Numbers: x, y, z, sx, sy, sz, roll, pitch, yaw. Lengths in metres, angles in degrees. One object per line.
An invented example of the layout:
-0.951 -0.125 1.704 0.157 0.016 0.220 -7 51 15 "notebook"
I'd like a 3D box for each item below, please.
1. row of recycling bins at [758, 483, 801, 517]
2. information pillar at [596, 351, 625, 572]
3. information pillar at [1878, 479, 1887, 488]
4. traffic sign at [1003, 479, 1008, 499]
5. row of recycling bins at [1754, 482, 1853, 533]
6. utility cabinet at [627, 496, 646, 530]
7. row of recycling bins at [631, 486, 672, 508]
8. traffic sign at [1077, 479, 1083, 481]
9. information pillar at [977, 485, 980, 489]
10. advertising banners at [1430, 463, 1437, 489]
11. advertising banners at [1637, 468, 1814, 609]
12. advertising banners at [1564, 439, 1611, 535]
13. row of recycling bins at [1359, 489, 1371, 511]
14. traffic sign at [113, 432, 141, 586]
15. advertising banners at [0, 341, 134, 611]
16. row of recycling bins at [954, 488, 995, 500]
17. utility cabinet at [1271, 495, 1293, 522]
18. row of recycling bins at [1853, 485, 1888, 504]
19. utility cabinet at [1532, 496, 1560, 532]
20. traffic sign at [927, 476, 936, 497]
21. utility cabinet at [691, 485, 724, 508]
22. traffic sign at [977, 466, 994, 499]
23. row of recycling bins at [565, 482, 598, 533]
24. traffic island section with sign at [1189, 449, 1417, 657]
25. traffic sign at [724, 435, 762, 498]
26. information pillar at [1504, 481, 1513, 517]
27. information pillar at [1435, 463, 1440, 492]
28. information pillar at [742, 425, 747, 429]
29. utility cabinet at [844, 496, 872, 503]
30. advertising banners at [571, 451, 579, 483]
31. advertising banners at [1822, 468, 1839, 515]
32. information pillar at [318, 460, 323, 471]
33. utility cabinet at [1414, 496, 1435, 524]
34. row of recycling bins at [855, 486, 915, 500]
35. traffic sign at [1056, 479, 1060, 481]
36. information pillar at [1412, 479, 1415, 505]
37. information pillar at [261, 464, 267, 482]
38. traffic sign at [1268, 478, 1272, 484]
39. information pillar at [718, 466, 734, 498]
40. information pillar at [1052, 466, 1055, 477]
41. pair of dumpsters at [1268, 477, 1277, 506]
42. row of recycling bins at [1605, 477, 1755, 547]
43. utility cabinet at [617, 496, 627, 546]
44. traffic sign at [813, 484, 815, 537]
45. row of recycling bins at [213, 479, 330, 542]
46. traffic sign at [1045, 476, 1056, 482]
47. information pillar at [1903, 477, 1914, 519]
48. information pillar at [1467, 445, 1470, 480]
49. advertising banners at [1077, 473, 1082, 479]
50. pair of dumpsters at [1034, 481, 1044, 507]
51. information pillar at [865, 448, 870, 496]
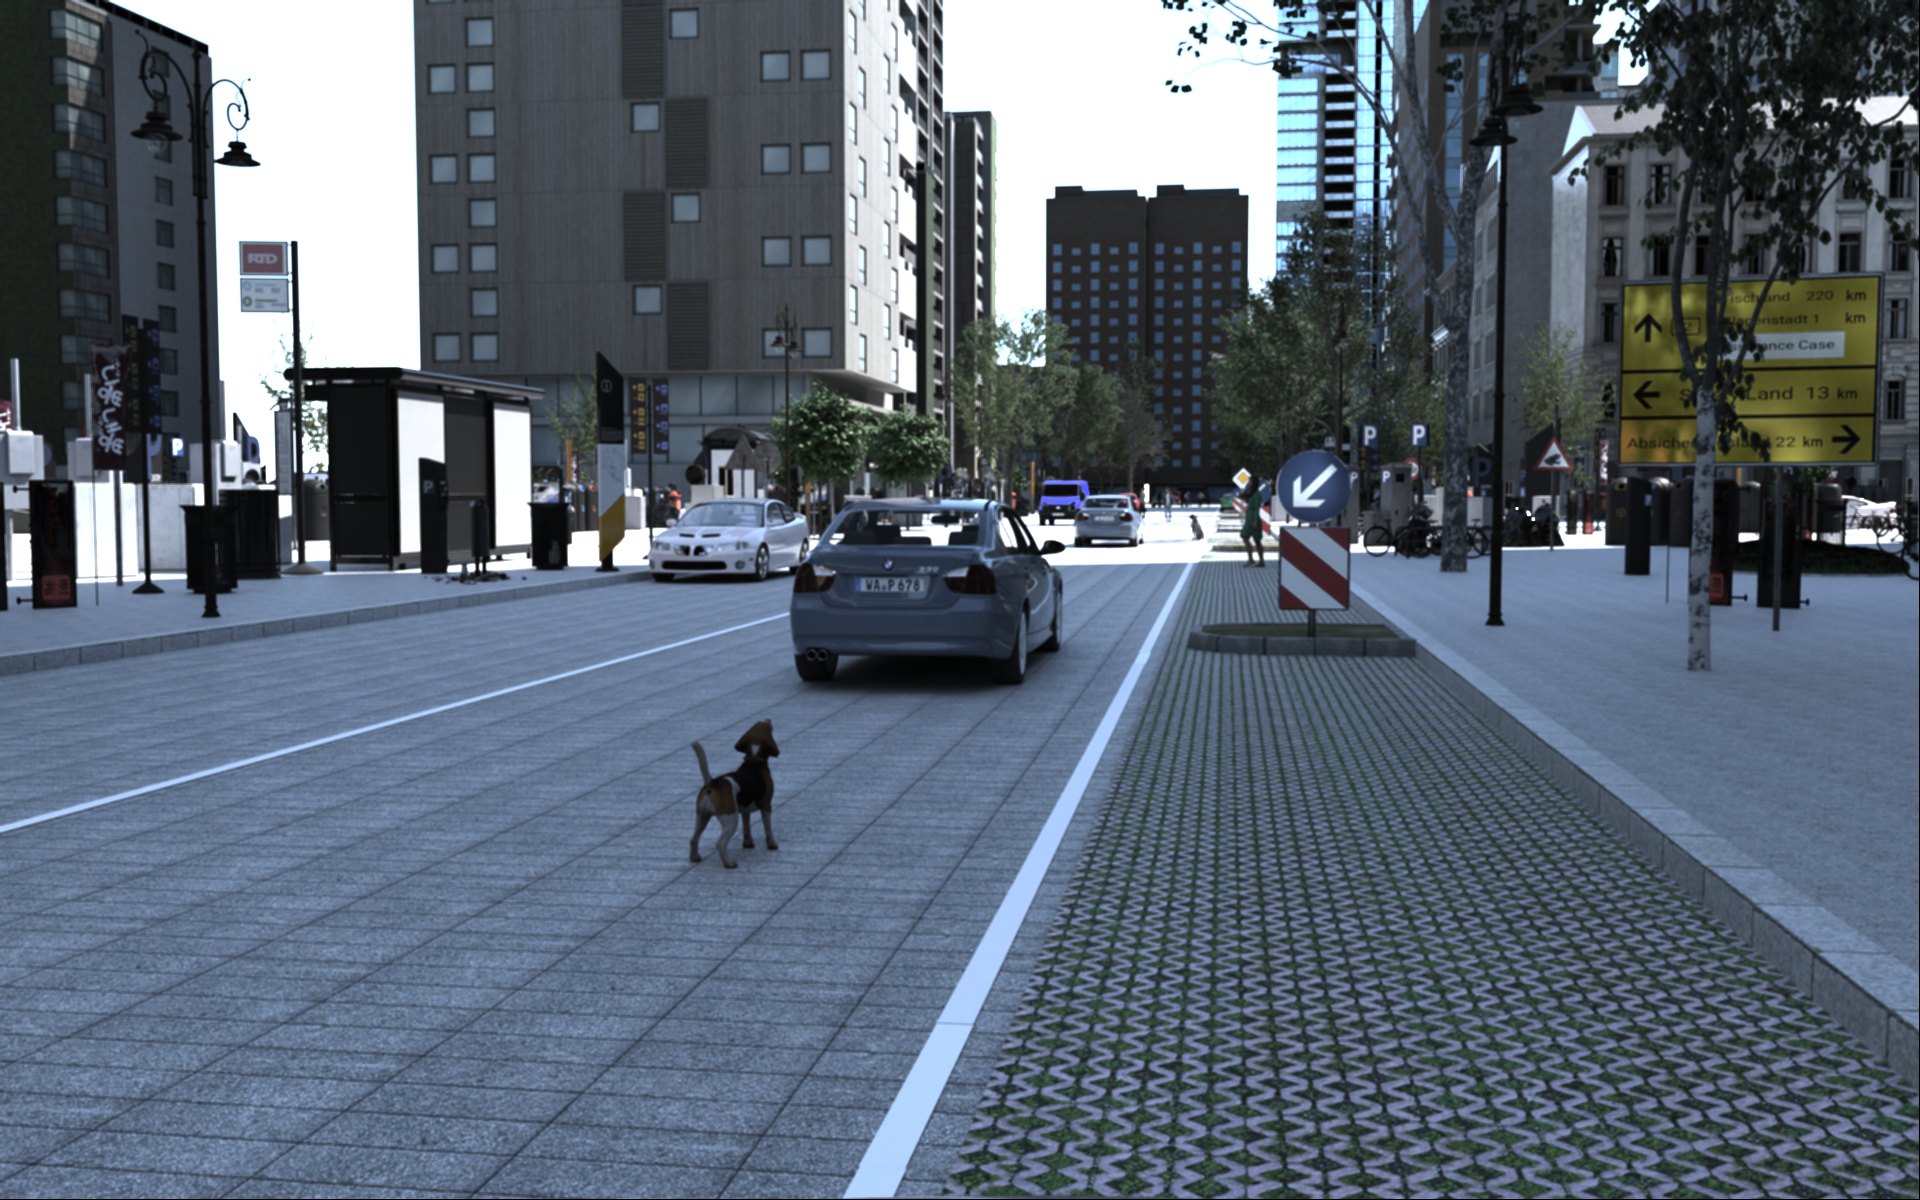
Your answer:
-7.037 -3.570 65.489 3.534 1.692 1.069 2 4 30 "row of recycling bins"
-5.785 -2.281 28.646 0.183 3.616 0.504 3 5 45 "information pillar"
43.690 -4.745 82.073 0.304 2.012 0.304 -2 4 -29 "information pillar"
3.143 -7.255 119.806 0.795 2.450 0.064 1 4 18 "traffic sign"
27.468 -3.071 57.320 3.534 1.692 1.069 0 4 -7 "row of recycling bins"
-11.639 -3.092 61.712 1.020 1.237 0.306 3 4 37 "utility cabinet"
-16.620 -5.209 92.273 1.069 1.692 3.534 2 4 28 "row of recycling bins"
9.866 -8.729 142.829 0.768 2.556 0.104 1 4 13 "traffic sign"
1.579 -8.270 139.702 0.304 2.012 0.304 -3 5 -43 "information pillar"
27.039 -6.151 96.762 0.090 3.025 2.074 -2 4 -32 "advertising banners"
8.685 -1.450 19.903 2.074 3.025 0.090 3 5 43 "advertising banners"
19.759 -3.565 54.479 2.074 3.025 0.090 -2 4 -31 "advertising banners"
30.977 -7.820 134.966 3.534 1.692 1.069 -3 5 -42 "row of recycling bins"
-11.725 -1.467 24.093 0.768 2.556 0.104 1 4 14 "traffic sign"
-10.214 -1.420 19.400 0.090 3.025 2.074 2 4 35 "advertising banners"
0.800 -7.218 125.128 3.534 1.692 1.069 0 4 6 "row of recycling bins"
14.677 -4.144 78.916 1.020 1.237 0.306 -2 4 -24 "utility cabinet"
41.250 -4.395 78.977 3.534 1.692 1.069 -3 4 -38 "row of recycling bins"
18.998 -2.754 56.192 0.306 1.237 1.020 -1 4 -19 "utility cabinet"
-1.543 -5.140 84.138 0.768 2.556 0.104 1 4 13 "traffic sign"
-5.995 -1.991 41.238 0.318 1.500 1.173 -2 4 -35 "utility cabinet"
1.152 -4.757 77.889 0.768 2.556 0.104 1 4 10 "traffic sign"
-12.990 -3.175 59.020 1.069 1.692 3.534 1 4 11 "row of recycling bins"
3.156 -0.462 16.182 1.989 1.847 2.006 1 4 9 "traffic island section with sign"
-4.741 -2.313 37.816 0.884 2.594 0.081 1 4 13 "traffic sign"
30.910 -5.696 97.622 0.304 2.012 0.304 -3 4 -36 "information pillar"
36.217 -8.557 131.265 0.183 3.616 0.504 -1 4 -19 "information pillar"
-7.098 -4.093 58.278 0.504 3.616 0.183 0 4 0 "information pillar"
-3.798 -3.261 64.476 1.020 1.237 0.306 0 4 -5 "utility cabinet"
-14.888 -4.484 69.504 2.074 3.025 0.090 2 4 27 "advertising banners"
23.457 -3.180 48.185 2.074 3.025 0.090 1 4 12 "advertising banners"
-44.461 -7.897 120.467 0.504 3.616 0.183 2 4 32 "information pillar"
19.854 -3.819 73.607 1.020 1.237 0.306 0 4 -2 "utility cabinet"
-4.010 -5.192 92.006 3.534 1.692 1.069 2 4 25 "row of recycling bins"
8.384 -9.069 148.376 0.768 2.556 0.104 1 4 17 "traffic sign"
33.026 -8.273 126.618 0.504 3.616 0.183 3 4 36 "information pillar"
-52.756 -8.556 131.249 0.504 3.616 0.183 -2 4 -31 "information pillar"
24.061 -8.195 133.995 0.884 2.594 0.081 1 4 12 "traffic sign"
-6.162 -2.521 45.711 0.304 2.012 0.304 3 4 39 "information pillar"
7.848 -9.439 145.678 0.183 3.616 0.504 1 4 18 "information pillar"
19.095 -6.180 103.540 1.574 2.255 4.437 1 4 9 "pair of dumpsters"
17.453 -2.165 42.504 1.069 1.692 3.534 -2 4 -34 "row of recycling bins"
-8.569 -1.932 42.742 0.306 1.237 1.020 0 4 5 "utility cabinet"
-4.339 -3.147 51.462 0.884 2.594 0.081 1 4 16 "traffic sign"
-18.780 -2.415 46.592 3.534 1.692 1.069 -3 5 -42 "row of recycling bins"
6.323 -7.420 121.430 0.768 2.556 0.104 1 4 10 "traffic sign"
41.735 -4.388 76.233 0.304 2.012 0.304 1 4 10 "information pillar"
22.595 -5.257 77.298 0.183 3.616 0.504 3 4 36 "information pillar"
9.403 -9.095 144.893 0.090 3.025 2.074 -3 5 -43 "advertising banners"
5.433 -7.524 125.518 1.574 2.255 4.437 1 4 9 "pair of dumpsters"
-3.591 -4.620 66.886 0.183 3.616 0.504 -1 4 -16 "information pillar"
